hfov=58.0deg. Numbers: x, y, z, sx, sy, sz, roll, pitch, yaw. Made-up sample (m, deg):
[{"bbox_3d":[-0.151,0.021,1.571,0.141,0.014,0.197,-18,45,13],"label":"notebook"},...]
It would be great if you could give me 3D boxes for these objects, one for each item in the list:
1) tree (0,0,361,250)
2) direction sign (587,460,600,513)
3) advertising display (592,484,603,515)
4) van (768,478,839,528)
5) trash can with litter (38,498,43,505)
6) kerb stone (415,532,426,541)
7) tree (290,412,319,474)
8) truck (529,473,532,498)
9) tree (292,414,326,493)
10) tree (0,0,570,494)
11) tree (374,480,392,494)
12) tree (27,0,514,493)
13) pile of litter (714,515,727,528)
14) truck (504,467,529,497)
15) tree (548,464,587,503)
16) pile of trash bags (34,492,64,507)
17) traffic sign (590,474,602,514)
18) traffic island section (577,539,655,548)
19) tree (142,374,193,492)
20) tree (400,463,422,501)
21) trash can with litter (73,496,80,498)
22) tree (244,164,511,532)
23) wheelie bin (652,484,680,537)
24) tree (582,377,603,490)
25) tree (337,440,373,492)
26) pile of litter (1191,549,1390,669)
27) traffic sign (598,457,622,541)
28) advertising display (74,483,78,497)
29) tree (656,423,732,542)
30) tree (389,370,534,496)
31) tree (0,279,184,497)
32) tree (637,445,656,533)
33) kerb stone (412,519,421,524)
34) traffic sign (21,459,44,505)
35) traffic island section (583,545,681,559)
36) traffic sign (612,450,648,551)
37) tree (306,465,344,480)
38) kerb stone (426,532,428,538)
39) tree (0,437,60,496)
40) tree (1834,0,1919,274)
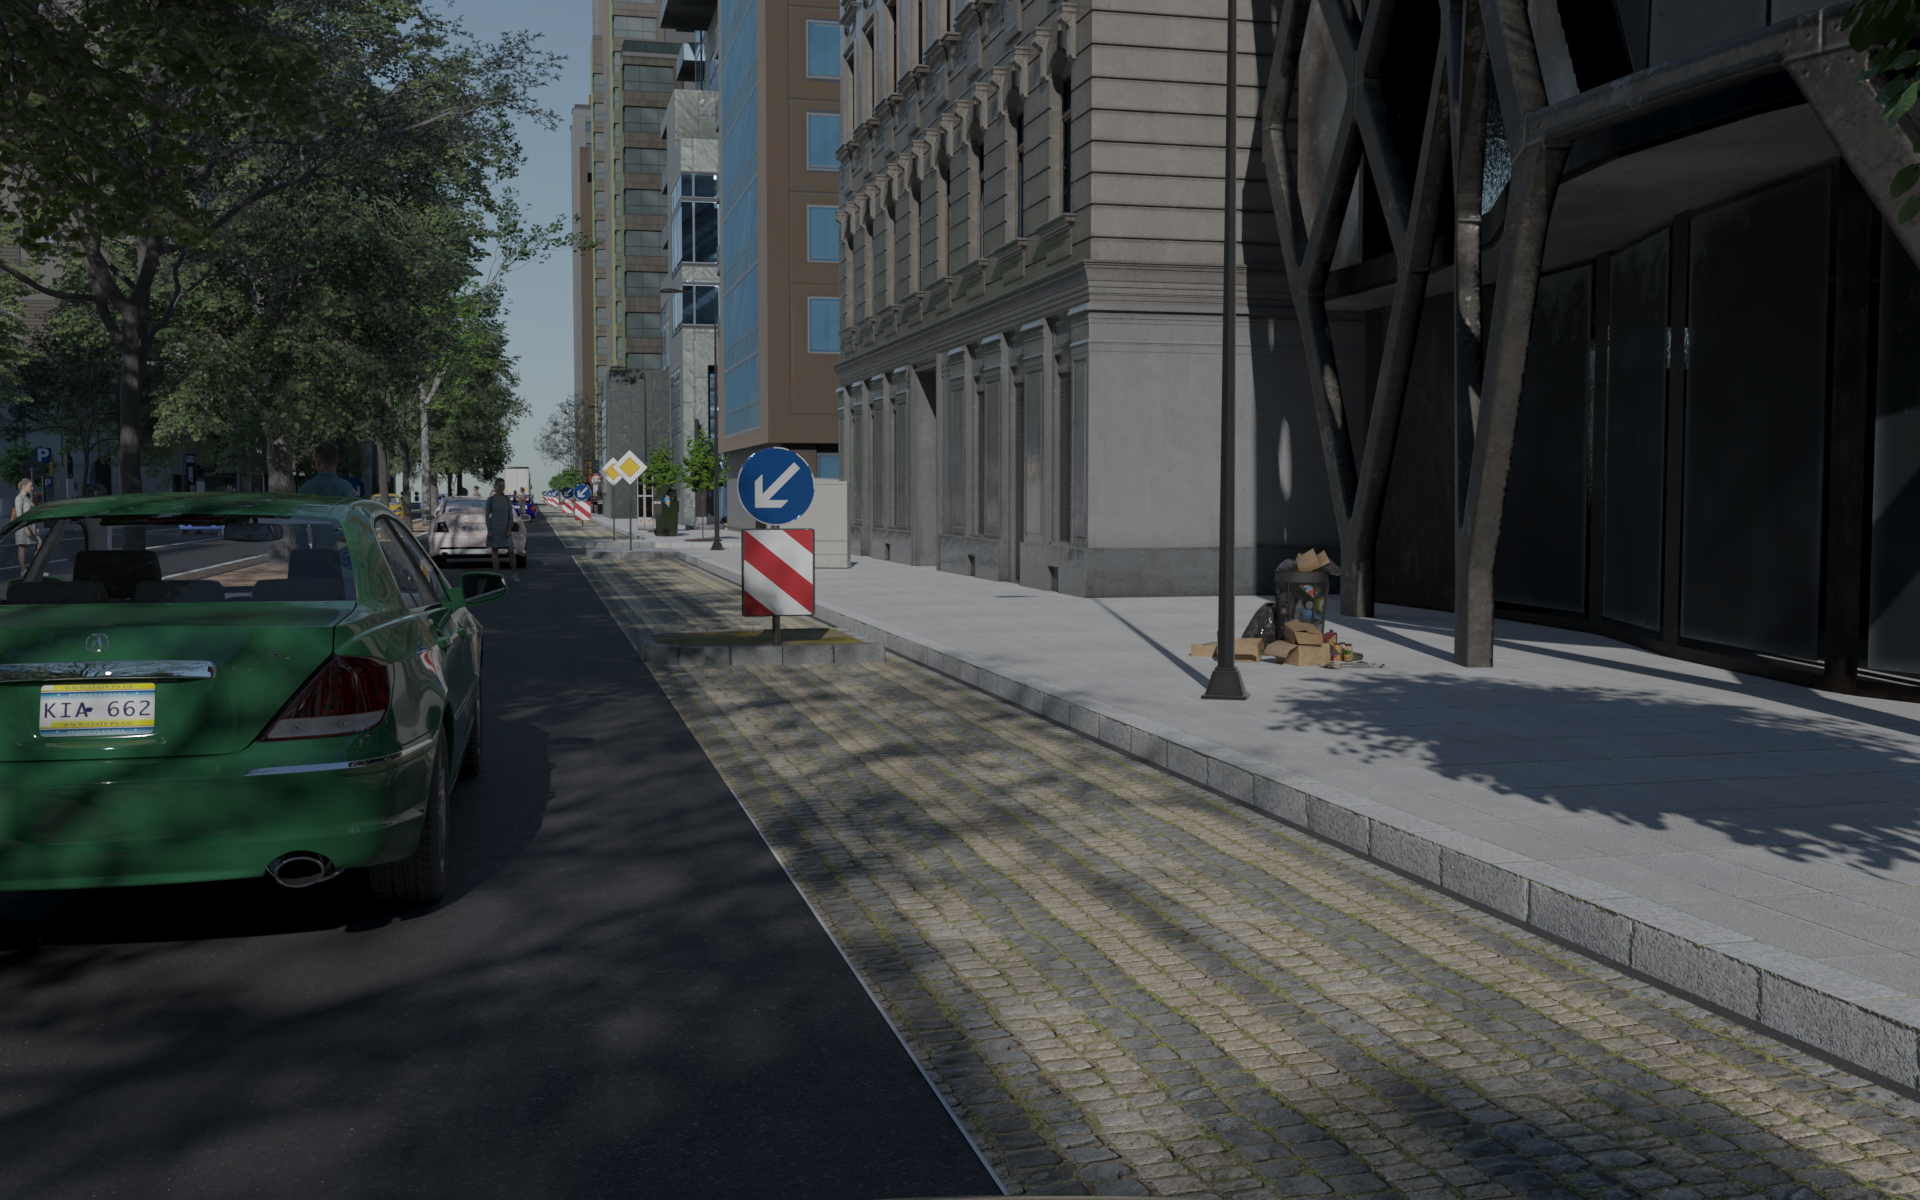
[{"bbox_3d":[-7.617,-5.530,11.002,7.486,12.596,7.792,0,3,0],"label":"tree"},{"bbox_3d":[-24.299,-7.511,114.809,0.876,3.537,0.379,-2,4,-35],"label":"direction sign"},{"bbox_3d":[-22.462,-6.296,108.152,0.974,1.923,0.123,-2,4,-23],"label":"advertising display"},{"bbox_3d":[-2.772,-2.246,43.739,4.112,2.044,2.013,-1,4,-15],"label":"van"},{"bbox_3d":[-46.277,-4.633,87.138,1.055,1.170,0.624,1,4,14],"label":"trash can with litter"},{"bbox_3d":[-16.991,-1.976,54.506,0.120,0.150,1.000,-1,4,-14],"label":"kerb stone"},{"bbox_3d":[-50.622,-11.035,130.780,4.360,8.622,3.978,0,3,0],"label":"tree"},{"bbox_3d":[-58.796,-14.871,232.048,2.839,4.237,11.283,-1,4,-13],"label":"truck"},{"bbox_3d":[-51.607,-11.328,135.571,4.737,8.622,4.395,0,3,0],"label":"tree"},{"bbox_3d":[-9.958,-6.587,20.520,12.009,13.543,11.850,0,3,0],"label":"tree"},{"bbox_3d":[-73.244,-13.762,219.608,1.663,3.219,1.824,0,3,0],"label":"tree"},{"bbox_3d":[-13.308,-7.623,33.756,9.857,13.997,8.962,0,3,0],"label":"tree"},{"bbox_3d":[-8.788,-3.208,66.415,1.719,0.858,1.176,2,4,34],"label":"pile of litter"},{"bbox_3d":[-46.718,-11.832,182.364,2.839,4.237,11.283,-1,4,-15],"label":"truck"},{"bbox_3d":[-42.265,-12.521,188.424,4.285,4.588,4.351,0,3,0],"label":"tree"},{"bbox_3d":[-50.541,-5.321,96.744,3.447,1.369,1.912,2,4,23],"label":"pile of trash bags"},{"bbox_3d":[-22.983,-6.687,109.440,0.768,2.556,0.104,-1,4,-9],"label":"traffic sign"},{"bbox_3d":[-9.392,-1.521,47.145,2.009,0.180,2.903,-1,4,-14],"label":"traffic island section"},{"bbox_3d":[-46.317,-9.210,100.946,4.737,8.622,4.395,0,3,0],"label":"tree"},{"bbox_3d":[-84.597,-19.380,267.220,4.360,8.622,3.978,0,3,0],"label":"tree"},{"bbox_3d":[-37.839,-3.865,74.250,2.233,1.210,1.678,3,5,44],"label":"trash can with litter"},{"bbox_3d":[-18.095,-7.691,53.962,9.928,11.665,9.643,0,3,0],"label":"tree"},{"bbox_3d":[-9.170,-2.819,53.994,0.693,1.594,0.980,0,4,-5],"label":"wheelie bin"},{"bbox_3d":[-20.531,-9.322,102.784,4.360,8.622,3.978,0,3,0],"label":"tree"},{"bbox_3d":[-62.890,-14.047,180.023,4.360,8.622,3.978,0,3,0],"label":"tree"},{"bbox_3d":[2.492,0.037,13.360,1.176,0.858,1.719,-1,4,-21],"label":"pile of litter"},{"bbox_3d":[-9.413,-2.656,47.063,0.795,2.450,0.064,-1,4,-14],"label":"traffic sign"},{"bbox_3d":[-51.511,-5.836,100.634,0.123,1.923,0.974,0,4,-7],"label":"advertising display"},{"bbox_3d":[-7.108,-3.204,46.987,1.663,3.219,1.824,0,3,0],"label":"tree"},{"bbox_3d":[-33.039,-11.906,114.125,9.611,12.733,9.660,0,3,0],"label":"tree"},{"bbox_3d":[-36.454,-8.437,72.353,7.601,10.594,8.767,0,4,-6],"label":"tree"},{"bbox_3d":[-10.129,-3.883,58.089,1.663,3.219,1.824,0,3,0],"label":"tree"},{"bbox_3d":[-26.935,-3.887,85.833,0.120,0.150,1.000,-1,4,-14],"label":"kerb stone"},{"bbox_3d":[-33.510,-3.823,62.613,0.768,2.556,0.104,-1,4,-13],"label":"traffic sign"},{"bbox_3d":[-7.466,-1.047,39.395,2.009,0.180,2.903,-1,4,-14],"label":"traffic island section"},{"bbox_3d":[-7.487,-2.182,39.312,0.795,2.450,0.064,-1,4,-14],"label":"traffic sign"},{"bbox_3d":[-58.886,-10.820,160.614,4.285,4.588,4.351,0,3,0],"label":"tree"},{"bbox_3d":[-17.236,-2.037,55.498,0.120,0.150,1.000,-1,4,-14],"label":"kerb stone"},{"bbox_3d":[-53.666,-7.087,99.590,4.285,4.588,4.351,0,3,0],"label":"tree"},{"bbox_3d":[3.383,-1.224,3.723,4.285,4.588,4.351,0,3,0],"label":"tree"}]
